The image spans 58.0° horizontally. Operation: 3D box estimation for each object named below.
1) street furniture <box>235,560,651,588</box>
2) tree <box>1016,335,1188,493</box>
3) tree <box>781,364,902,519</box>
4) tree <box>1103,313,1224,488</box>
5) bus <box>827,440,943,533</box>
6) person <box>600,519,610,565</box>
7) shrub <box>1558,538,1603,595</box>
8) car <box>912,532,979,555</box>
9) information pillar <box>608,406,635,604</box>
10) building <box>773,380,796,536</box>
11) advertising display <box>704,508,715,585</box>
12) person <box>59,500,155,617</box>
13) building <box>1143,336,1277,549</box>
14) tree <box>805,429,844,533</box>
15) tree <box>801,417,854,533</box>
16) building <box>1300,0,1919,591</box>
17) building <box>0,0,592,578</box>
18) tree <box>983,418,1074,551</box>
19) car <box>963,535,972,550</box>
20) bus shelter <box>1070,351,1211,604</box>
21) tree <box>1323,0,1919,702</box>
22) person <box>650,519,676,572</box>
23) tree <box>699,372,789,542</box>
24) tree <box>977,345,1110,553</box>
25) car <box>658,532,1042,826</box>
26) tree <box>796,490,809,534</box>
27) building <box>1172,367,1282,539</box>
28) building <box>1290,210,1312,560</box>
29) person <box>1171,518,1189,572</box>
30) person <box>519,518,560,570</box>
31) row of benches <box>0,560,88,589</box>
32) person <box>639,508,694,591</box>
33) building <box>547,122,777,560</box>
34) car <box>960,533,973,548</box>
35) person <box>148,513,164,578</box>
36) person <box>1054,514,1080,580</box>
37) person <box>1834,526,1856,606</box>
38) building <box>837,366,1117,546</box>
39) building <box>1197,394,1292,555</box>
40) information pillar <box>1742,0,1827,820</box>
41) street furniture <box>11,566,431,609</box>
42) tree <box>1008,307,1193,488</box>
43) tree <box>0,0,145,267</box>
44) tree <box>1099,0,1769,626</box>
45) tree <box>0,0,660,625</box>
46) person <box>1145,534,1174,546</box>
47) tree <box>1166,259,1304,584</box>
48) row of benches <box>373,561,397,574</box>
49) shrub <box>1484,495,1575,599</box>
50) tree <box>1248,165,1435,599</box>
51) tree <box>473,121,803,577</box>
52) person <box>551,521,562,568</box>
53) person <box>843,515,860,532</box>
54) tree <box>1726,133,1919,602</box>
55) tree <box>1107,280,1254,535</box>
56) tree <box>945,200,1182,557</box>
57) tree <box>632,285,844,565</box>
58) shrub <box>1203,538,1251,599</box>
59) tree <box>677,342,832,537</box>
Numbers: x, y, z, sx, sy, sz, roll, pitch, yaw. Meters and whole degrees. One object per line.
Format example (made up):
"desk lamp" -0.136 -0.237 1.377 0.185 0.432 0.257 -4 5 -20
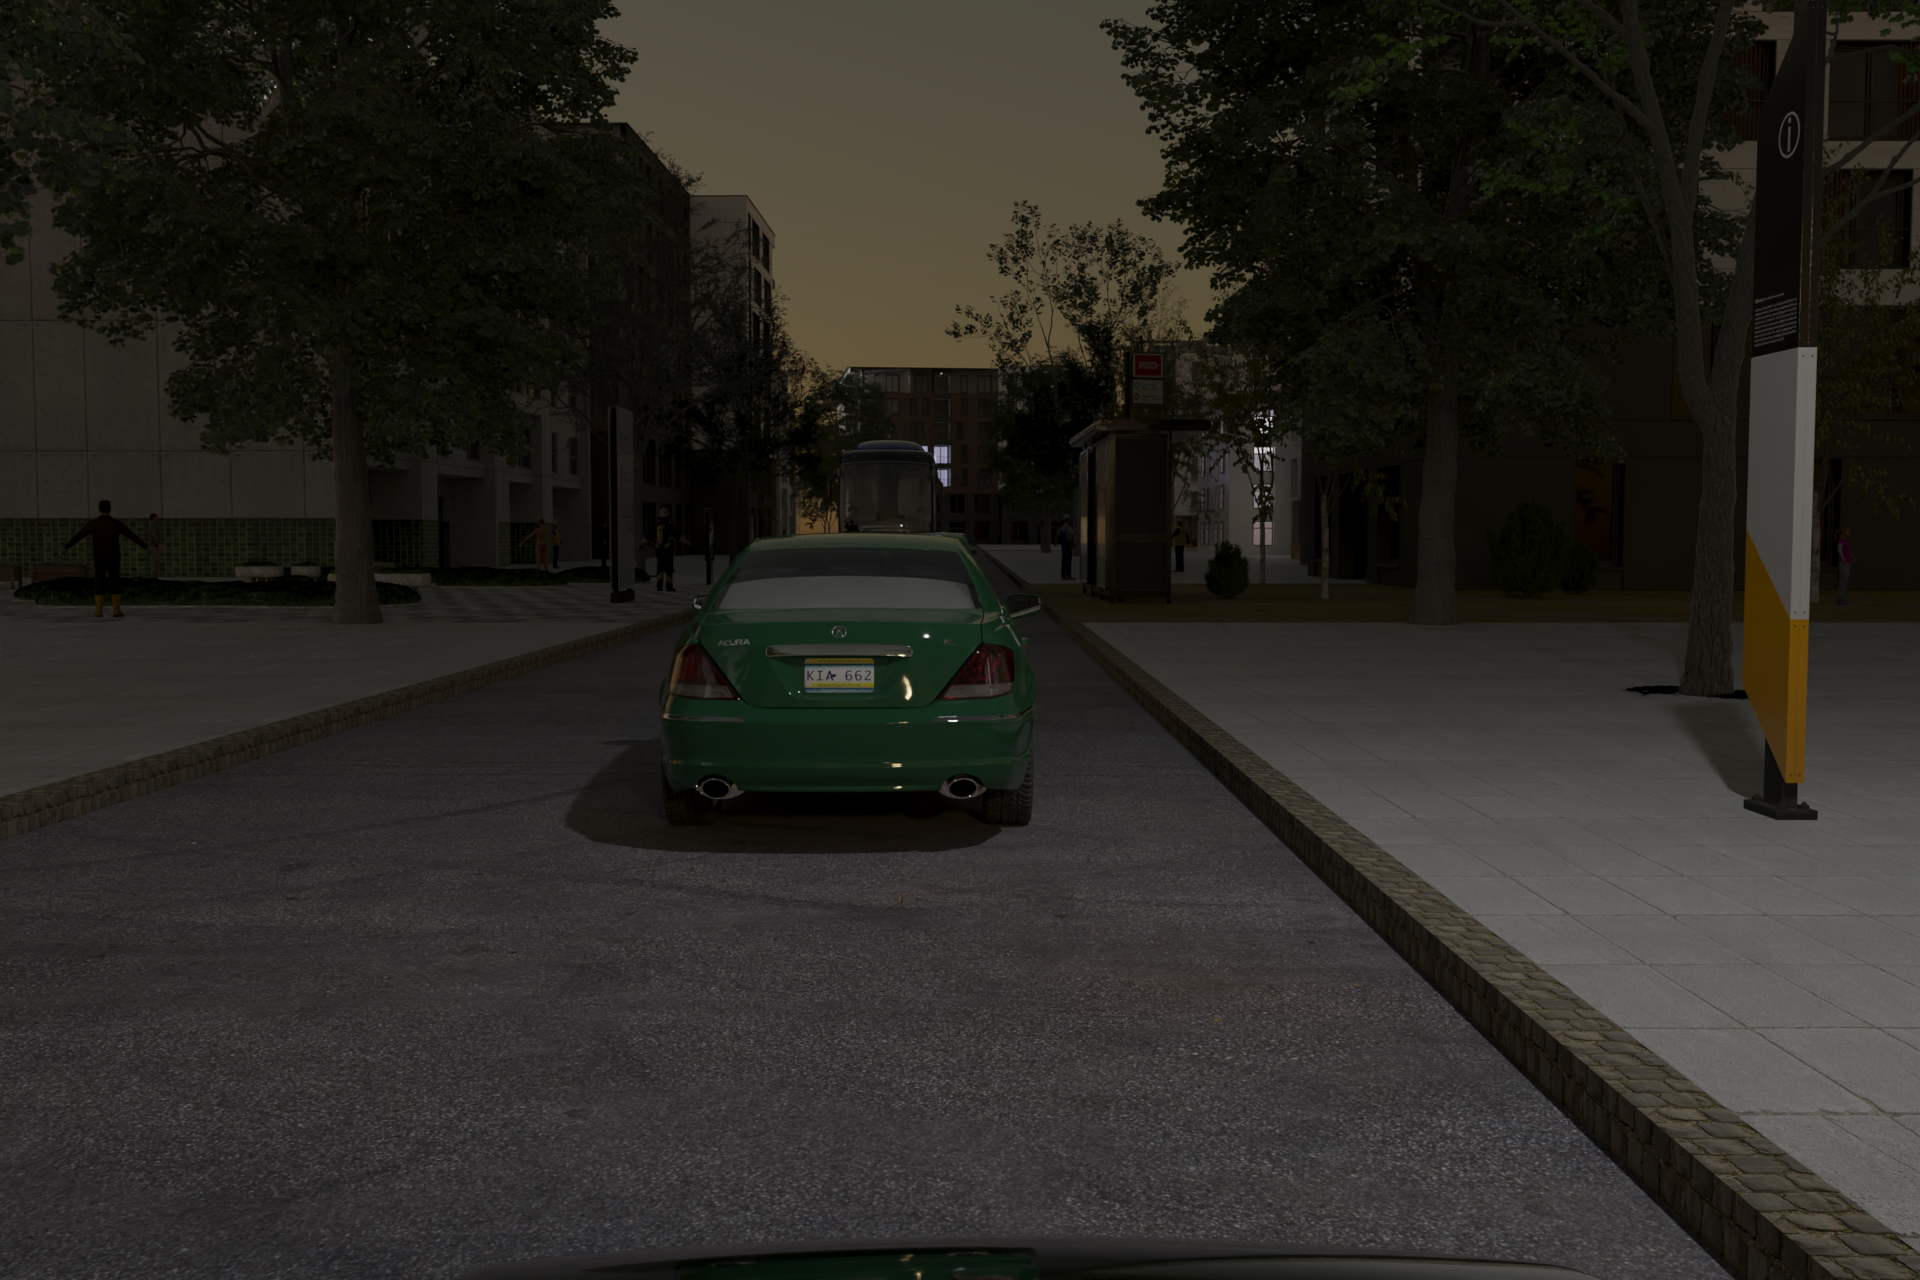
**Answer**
"street furniture" -13.058 -1.721 43.763 10.072 0.657 5.734 0 4 -2
"tree" 6.545 -8.935 80.506 8.767 10.594 7.601 1 4 11
"tree" -8.908 -13.756 131.565 9.857 13.997 8.962 0 3 0
"tree" 6.651 -6.643 58.972 4.737 8.622 4.395 0 3 0
"bus" -1.887 -3.520 49.095 2.896 3.916 12.251 0 4 0
"person" -13.190 -3.572 64.343 0.705 1.837 1.347 0 4 -6
"shrub" 13.122 -1.572 36.823 1.383 1.207 1.383 0 3 0
"car" -0.559 -1.717 36.868 1.959 1.807 4.718 0 4 -1
"information pillar" -6.378 -2.530 32.675 0.184 3.620 1.656 0 4 -1
"building" -27.527 -19.435 184.217 16.747 18.905 31.486 0 4 1
"advertising display" -6.357 -2.369 43.946 0.123 1.923 0.974 0 4 0
"person" -13.190 -1.262 26.772 1.346 1.812 0.704 -1 4 -19
"building" 21.821 -18.919 165.739 16.016 20.090 11.380 0 4 0
"tree" -9.105 -10.407 120.515 4.360 8.622 3.978 0 3 0
"tree" -8.475 -9.732 109.476 4.737 8.622 4.395 0 3 0
"building" 24.605 -12.899 54.867 27.936 21.610 32.646 0 3 0
"building" -26.104 -12.213 66.137 16.747 18.905 31.486 0 4 1
"tree" 5.972 -12.033 131.157 7.601 10.594 8.767 2 4 32
"car" -0.345 -4.778 90.123 2.014 1.417 4.499 0 4 -1
"bus shelter" 3.477 -3.561 35.860 2.179 5.291 8.768 0 4 -1
"tree" 5.863 -5.356 13.327 9.928 11.665 9.643 0 3 0
"person" -9.751 -3.164 57.951 1.346 1.802 0.704 -2 4 -31
"tree" -8.751 -7.566 74.060 4.360 8.622 3.978 0 3 0
"tree" 5.981 -12.952 118.416 9.857 13.997 8.962 0 3 0
"car" -0.557 0.113 9.950 2.131 1.459 4.920 0 4 -1
"tree" -20.218 -16.493 220.019 4.360 8.622 3.978 0 3 0
"building" 26.175 -20.141 185.727 16.016 20.090 11.380 0 3 0
"building" 21.806 -14.058 86.266 16.016 20.090 11.380 0 4 0
"person" 7.399 -3.217 58.564 0.705 1.833 1.349 3 5 41
"person" -11.717 -2.542 48.368 1.217 1.733 0.721 -3 4 -38
"row of benches" -22.508 -1.531 40.493 4.104 0.672 1.422 -1 4 -11
"person" -6.617 -2.023 38.862 1.354 1.856 0.705 1 4 16
"building" -26.779 -15.828 102.762 27.936 21.610 32.646 0 4 1
"car" -0.238 -5.192 94.487 1.945 1.707 3.694 0 4 1
"person" -19.540 -2.192 42.104 0.705 1.796 1.348 -2 4 -29
"person" 3.020 -2.612 48.566 0.705 1.847 1.347 -3 4 -36
"person" 15.903 -1.331 31.029 0.599 1.433 0.991 3 4 37
"building" 1.220 -22.978 222.124 32.646 21.610 27.936 0 4 -7
"building" 20.534 -9.879 103.674 9.099 9.664 28.070 0 4 0
"information pillar" 3.754 -1.012 7.902 0.183 3.616 0.504 0 4 1
"street furniture" -14.803 -1.002 32.017 10.072 0.657 5.734 0 3 0
"tree" 5.895 -8.436 72.337 8.767 10.594 7.601 1 4 16
"tree" -9.076 -6.299 9.650 9.857 13.997 8.962 0 3 0
"tree" 6.791 -7.198 24.342 9.857 13.997 8.962 0 3 0
"tree" -8.593 -7.200 24.375 9.857 13.997 8.962 0 3 0
"person" 6.130 -2.936 54.127 1.347 1.817 0.704 -3 4 -38
"tree" 7.572 -5.751 44.393 4.737 8.622 4.395 0 3 0
"row of benches" -12.723 -1.383 38.070 1.422 0.672 4.104 -1 4 -17
"shrub" 11.379 -1.870 34.617 1.661 2.075 1.752 0 3 0
"tree" 7.292 -5.104 33.808 4.737 8.622 4.395 0 3 0
"tree" -9.642 -8.635 51.558 12.009 13.543 11.850 0 3 0
"person" -15.017 -3.560 64.668 0.721 1.772 1.216 0 4 -4
"person" -2.474 -1.889 39.110 0.705 1.858 1.354 0 4 -6
"tree" 16.057 -4.997 32.066 4.737 8.622 4.395 0 3 0
"tree" 5.892 -6.126 50.519 4.360 8.622 3.978 0 3 0
"tree" 5.808 -14.849 98.663 12.611 20.169 13.585 0 3 0
"tree" -8.712 -8.032 65.728 8.767 10.594 7.601 0 4 -7
"shrub" 5.333 -1.434 34.562 1.383 1.207 1.383 0 3 0
"tree" -9.459 -9.007 81.679 7.601 10.594 8.767 1 4 17
